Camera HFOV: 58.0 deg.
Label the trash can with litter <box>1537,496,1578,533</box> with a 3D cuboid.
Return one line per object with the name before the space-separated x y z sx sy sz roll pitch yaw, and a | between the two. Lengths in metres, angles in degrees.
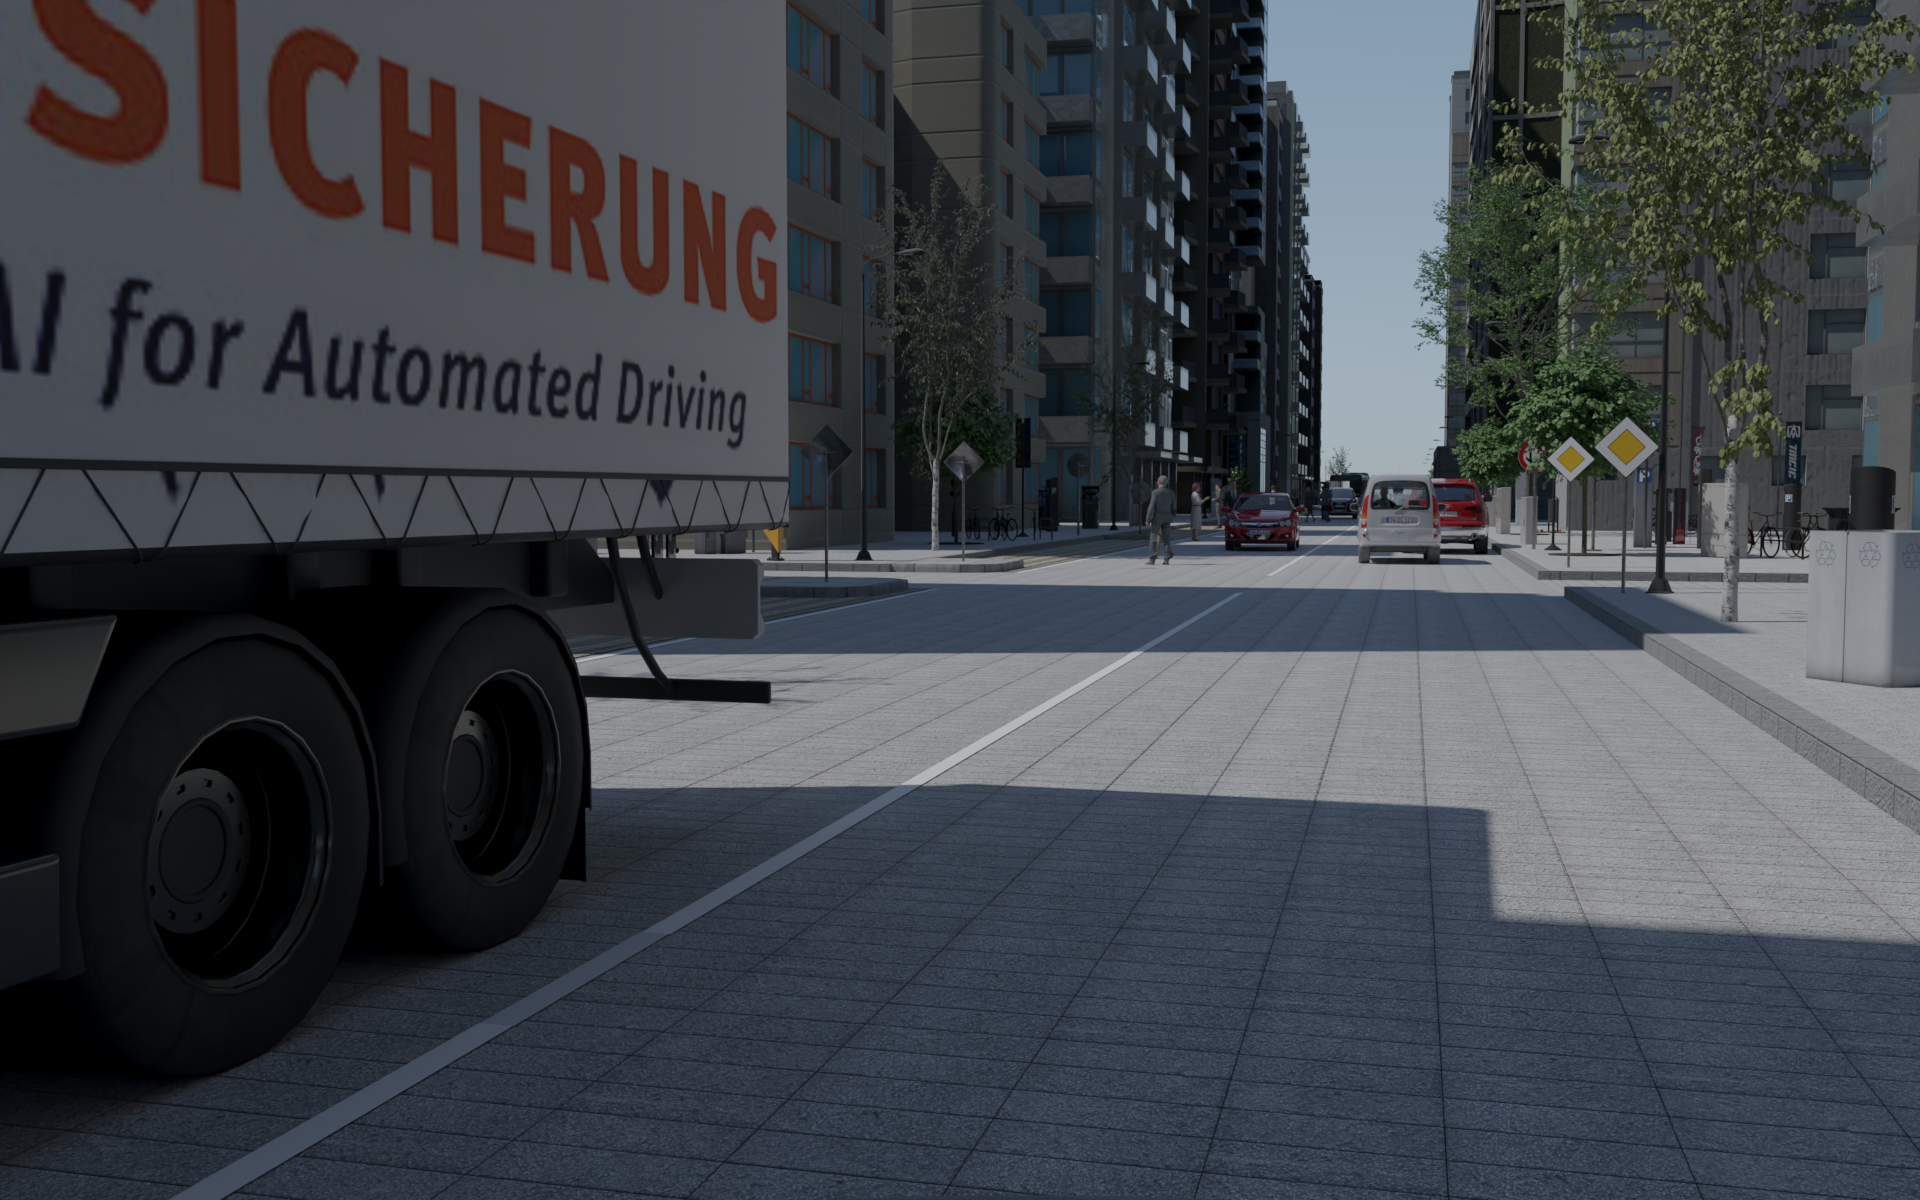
trash can with litter | 19.497 -2.828 57.298 1.678 1.210 2.233 -1 4 -15

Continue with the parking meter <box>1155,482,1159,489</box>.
parking meter | 8.336 -4.074 72.317 0.255 1.863 0.399 3 4 36

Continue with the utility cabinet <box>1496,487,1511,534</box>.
utility cabinet | 17.496 -2.882 55.799 0.318 1.500 1.173 1 4 10

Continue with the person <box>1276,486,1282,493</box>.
person | 11.326 -3.162 61.042 0.643 1.720 0.563 3 4 38

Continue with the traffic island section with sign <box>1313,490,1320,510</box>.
traffic island section with sign | 31.934 -8.998 155.741 1.989 1.847 2.006 1 4 15

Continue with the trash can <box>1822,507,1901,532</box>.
trash can | 9.513 -0.408 18.320 0.748 1.137 0.748 0 3 0

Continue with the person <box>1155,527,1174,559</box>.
person | 4.478 -1.549 38.104 0.640 1.303 0.475 -3 5 -39

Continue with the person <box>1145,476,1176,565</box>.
person | 4.041 -1.619 35.146 0.661 1.801 0.590 -2 4 -24

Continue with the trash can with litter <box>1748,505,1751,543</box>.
trash can with litter | 20.731 -2.105 45.811 0.624 1.170 1.055 0 4 2

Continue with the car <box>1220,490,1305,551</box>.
car | 7.913 -2.209 45.149 2.155 1.783 4.494 1 4 13

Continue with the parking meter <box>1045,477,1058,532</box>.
parking meter | 3.132 -3.266 59.110 0.399 1.863 0.255 -2 4 -27

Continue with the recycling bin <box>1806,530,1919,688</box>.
recycling bin | 6.345 0.043 11.859 0.722 1.027 0.722 -1 4 -19

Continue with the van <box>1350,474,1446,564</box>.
van | 9.353 -1.832 36.967 2.013 2.044 4.112 1 4 13

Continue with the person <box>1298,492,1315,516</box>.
person | 22.921 -6.478 114.425 0.705 1.824 1.348 -3 5 -44

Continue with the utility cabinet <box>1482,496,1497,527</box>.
utility cabinet | 20.788 -3.461 67.747 1.020 1.237 0.306 1 4 17

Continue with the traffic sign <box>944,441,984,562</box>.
traffic sign | 0.068 -1.789 32.888 0.795 2.450 0.064 1 4 15

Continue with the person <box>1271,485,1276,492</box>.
person | 13.516 -4.019 74.389 0.511 1.800 0.466 3 5 42

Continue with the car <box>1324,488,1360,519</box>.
car | 22.133 -5.640 100.889 2.281 1.827 5.304 1 4 13

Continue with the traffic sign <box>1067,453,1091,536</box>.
traffic sign | 3.658 -3.265 53.496 0.768 2.556 0.104 1 4 19

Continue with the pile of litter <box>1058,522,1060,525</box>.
pile of litter | 3.562 -3.494 71.091 1.719 0.858 1.176 3 5 44

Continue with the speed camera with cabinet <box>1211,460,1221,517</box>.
speed camera with cabinet | 14.778 -6.451 99.817 0.660 3.252 2.038 1 4 8

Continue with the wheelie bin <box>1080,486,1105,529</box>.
wheelie bin | 4.854 -3.432 64.022 0.980 1.594 0.693 0 4 7

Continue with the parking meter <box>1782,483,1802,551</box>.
parking meter | 18.967 -1.901 39.490 0.372 1.533 0.369 0 3 0

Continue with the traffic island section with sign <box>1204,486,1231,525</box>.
traffic island section with sign | 12.469 -4.412 80.761 1.989 1.847 2.006 1 4 15

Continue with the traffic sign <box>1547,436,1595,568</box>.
traffic sign | 10.608 -1.621 30.140 0.795 2.450 0.064 1 4 15

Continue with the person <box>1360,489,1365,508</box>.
person | 21.202 -4.961 90.610 0.512 1.701 0.522 1 4 18

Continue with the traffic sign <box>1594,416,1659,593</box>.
traffic sign | 8.601 -1.148 22.410 0.795 2.450 0.064 1 4 15

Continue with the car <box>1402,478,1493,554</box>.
car | 12.077 -2.106 43.112 2.281 1.827 5.304 1 4 16

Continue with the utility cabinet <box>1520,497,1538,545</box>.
utility cabinet | 14.603 -2.038 44.476 0.306 1.237 1.020 1 4 11

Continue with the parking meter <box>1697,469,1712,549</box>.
parking meter | 17.425 -2.130 40.543 0.255 1.863 0.399 1 4 16

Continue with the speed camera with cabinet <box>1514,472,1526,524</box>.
speed camera with cabinet | 24.069 -4.876 74.059 0.660 3.252 2.038 1 4 20

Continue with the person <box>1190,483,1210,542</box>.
person | 7.199 -2.635 52.146 0.524 1.755 0.480 -1 4 -16

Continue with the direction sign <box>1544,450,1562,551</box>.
direction sign | 13.500 -2.895 39.330 0.379 3.537 0.876 -1 4 -11

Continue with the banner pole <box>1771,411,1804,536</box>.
banner pole | 25.061 -3.821 52.488 0.863 3.779 0.401 1 4 9

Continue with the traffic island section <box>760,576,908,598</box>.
traffic island section | -1.964 -0.180 25.226 2.009 0.180 2.903 1 4 15

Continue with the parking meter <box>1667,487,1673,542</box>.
parking meter | 18.893 -2.325 46.420 0.372 1.533 0.369 0 3 0

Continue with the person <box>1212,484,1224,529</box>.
person | 10.656 -3.875 71.658 0.447 1.846 0.655 1 4 18

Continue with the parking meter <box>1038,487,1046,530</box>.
parking meter | 2.966 -3.245 61.470 0.372 1.533 0.369 0 3 0

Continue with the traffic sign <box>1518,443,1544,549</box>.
traffic sign | 13.332 -2.450 40.158 0.768 2.556 0.104 1 4 19

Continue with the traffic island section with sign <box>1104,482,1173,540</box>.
traffic island section with sign | 5.691 -2.816 54.669 1.989 1.847 2.006 1 4 15

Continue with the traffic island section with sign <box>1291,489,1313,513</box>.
traffic island section with sign | 25.169 -7.402 129.645 1.989 1.847 2.006 1 4 15

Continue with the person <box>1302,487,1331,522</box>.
person | 18.150 -4.865 88.260 1.509 1.804 0.699 0 4 -1

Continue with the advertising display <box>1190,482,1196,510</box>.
advertising display | 12.273 -5.264 91.288 0.123 1.923 0.974 0 4 -2

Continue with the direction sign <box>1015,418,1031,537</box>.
direction sign | 1.884 -3.657 51.793 0.379 3.537 0.876 -2 4 -28

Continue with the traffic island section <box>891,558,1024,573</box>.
traffic island section | 0.043 -0.653 32.956 2.009 0.180 2.903 1 4 15

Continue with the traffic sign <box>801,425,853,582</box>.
traffic sign | -1.940 -1.316 25.159 0.795 2.450 0.064 1 4 15

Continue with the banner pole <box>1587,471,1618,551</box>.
banner pole | 14.481 -2.995 38.992 0.863 3.779 0.401 -1 4 -19

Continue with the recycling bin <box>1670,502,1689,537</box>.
recycling bin | 21.473 -2.420 52.114 0.722 1.027 0.722 2 4 32

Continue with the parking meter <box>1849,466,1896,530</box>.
parking meter | 8.335 -0.455 15.850 0.372 1.533 0.369 0 3 0

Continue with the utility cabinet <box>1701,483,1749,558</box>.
utility cabinet | 15.386 -1.599 34.828 0.318 1.500 1.173 0 4 -8

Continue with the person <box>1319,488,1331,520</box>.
person | 19.991 -5.260 94.892 0.661 1.777 0.834 1 4 10

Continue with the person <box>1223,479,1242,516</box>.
person | 7.710 -2.465 48.576 0.659 1.850 0.755 0 4 5
